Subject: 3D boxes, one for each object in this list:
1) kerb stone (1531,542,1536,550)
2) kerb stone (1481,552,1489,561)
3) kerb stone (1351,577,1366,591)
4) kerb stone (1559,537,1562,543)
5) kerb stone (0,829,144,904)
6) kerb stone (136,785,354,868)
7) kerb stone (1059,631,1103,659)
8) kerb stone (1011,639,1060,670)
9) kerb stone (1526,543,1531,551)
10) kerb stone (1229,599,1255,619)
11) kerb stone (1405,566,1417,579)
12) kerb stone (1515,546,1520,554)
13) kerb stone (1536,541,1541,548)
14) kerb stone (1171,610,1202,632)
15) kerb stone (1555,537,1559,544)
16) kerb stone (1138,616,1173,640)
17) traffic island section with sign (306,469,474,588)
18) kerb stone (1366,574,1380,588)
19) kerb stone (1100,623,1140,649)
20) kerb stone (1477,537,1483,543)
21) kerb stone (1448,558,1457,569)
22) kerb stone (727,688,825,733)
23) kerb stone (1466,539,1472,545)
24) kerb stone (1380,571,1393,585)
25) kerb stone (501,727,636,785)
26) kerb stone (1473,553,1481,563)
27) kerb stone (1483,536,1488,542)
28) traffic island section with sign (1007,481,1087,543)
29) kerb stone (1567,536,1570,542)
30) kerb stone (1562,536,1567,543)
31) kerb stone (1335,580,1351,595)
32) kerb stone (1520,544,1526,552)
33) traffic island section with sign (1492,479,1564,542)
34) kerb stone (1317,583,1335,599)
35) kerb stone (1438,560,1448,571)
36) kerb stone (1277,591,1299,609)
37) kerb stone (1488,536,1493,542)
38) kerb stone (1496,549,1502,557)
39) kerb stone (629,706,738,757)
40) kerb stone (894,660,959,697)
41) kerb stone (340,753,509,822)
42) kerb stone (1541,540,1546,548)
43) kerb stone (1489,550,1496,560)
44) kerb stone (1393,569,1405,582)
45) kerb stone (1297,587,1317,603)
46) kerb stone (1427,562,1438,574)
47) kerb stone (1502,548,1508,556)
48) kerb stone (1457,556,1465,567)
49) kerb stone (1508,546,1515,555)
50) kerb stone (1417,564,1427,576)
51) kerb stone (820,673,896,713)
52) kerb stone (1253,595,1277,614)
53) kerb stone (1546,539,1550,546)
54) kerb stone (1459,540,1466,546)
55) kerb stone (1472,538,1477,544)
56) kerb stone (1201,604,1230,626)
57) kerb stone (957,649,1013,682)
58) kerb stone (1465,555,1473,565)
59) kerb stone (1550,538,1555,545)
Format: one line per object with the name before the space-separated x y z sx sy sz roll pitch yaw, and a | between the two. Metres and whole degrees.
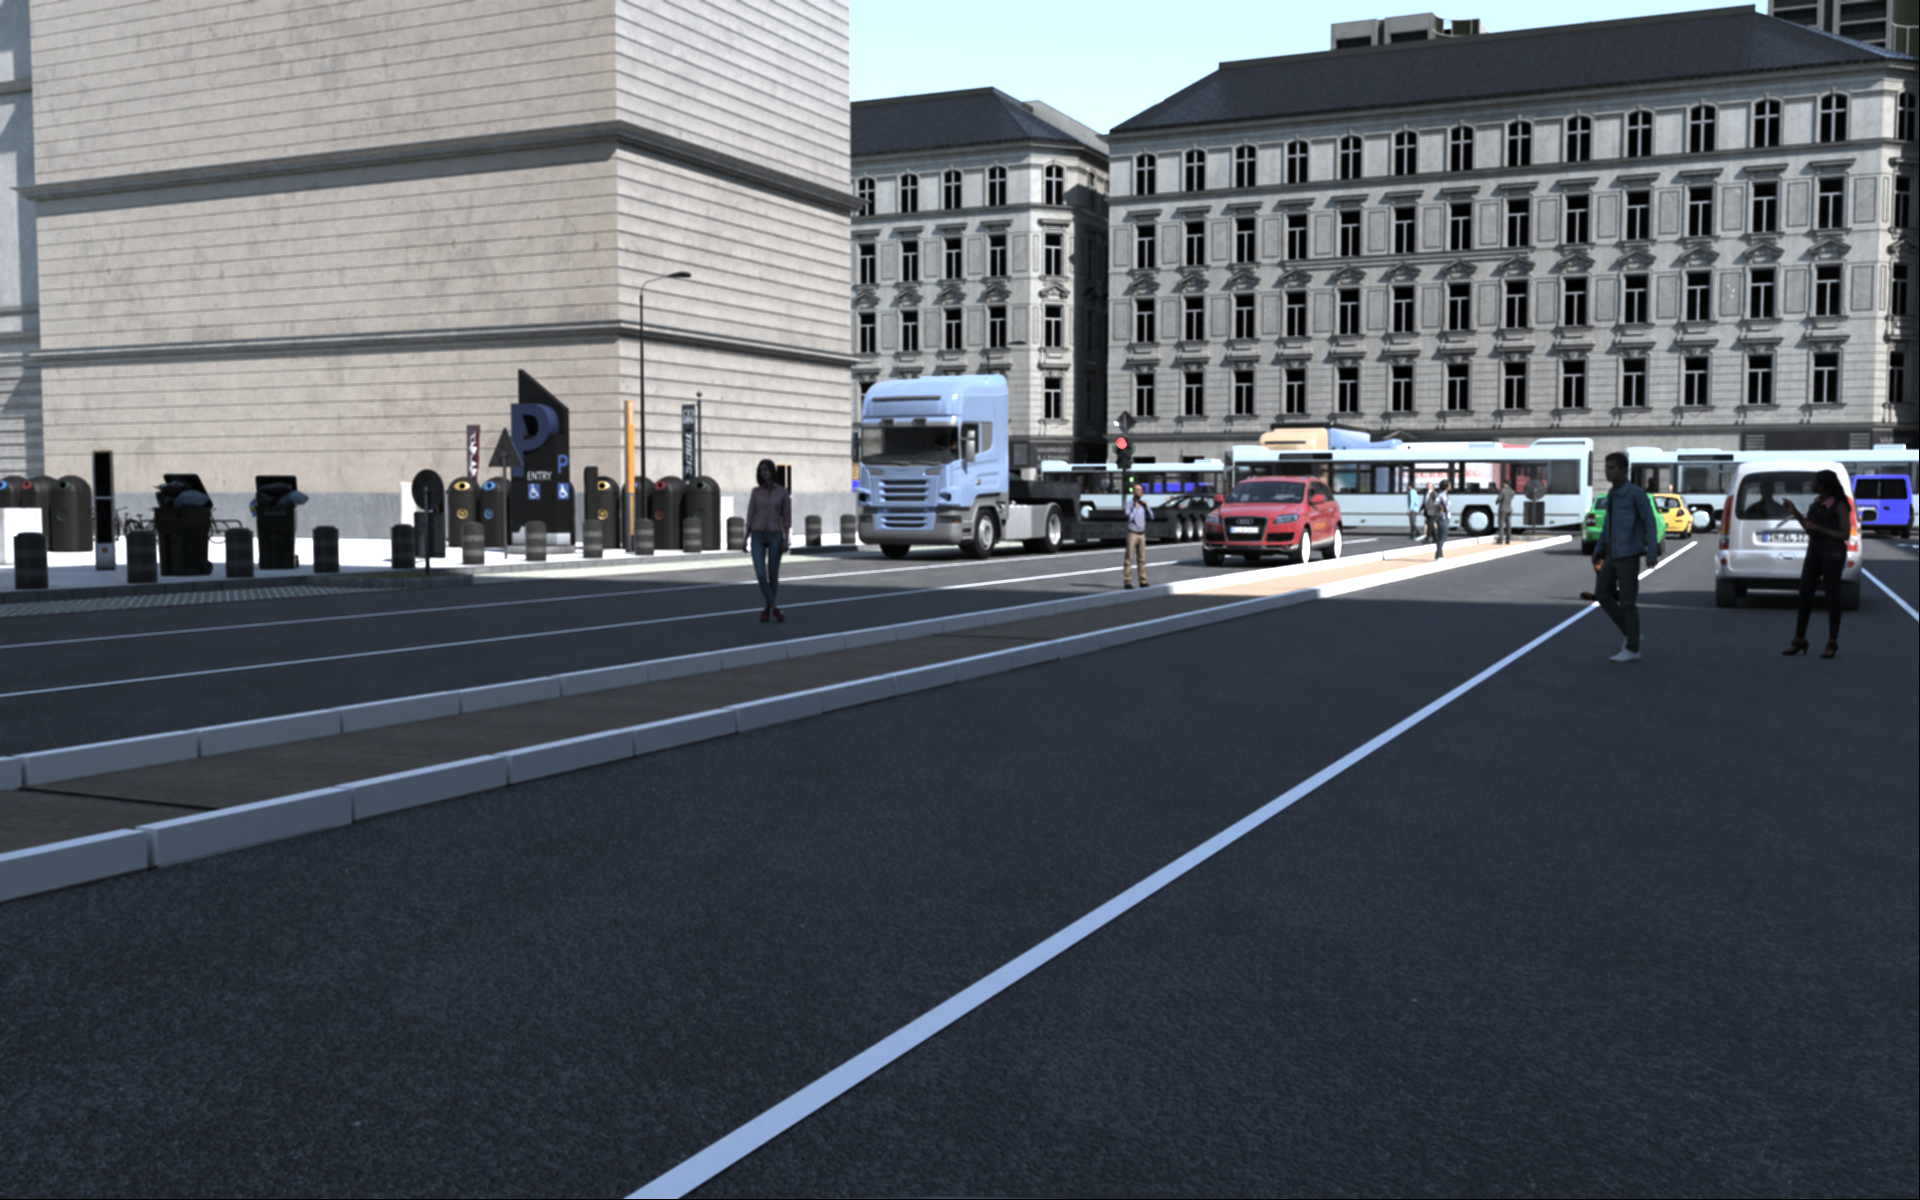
kerb stone | 14.609 -1.363 44.484 0.120 0.150 1.000 2 4 25
kerb stone | 11.109 -0.906 37.010 0.120 0.150 1.000 2 4 25
kerb stone | 5.841 -0.220 25.788 0.120 0.150 1.000 2 4 25
kerb stone | 17.231 -1.702 50.088 0.120 0.150 1.000 2 4 25
kerb stone | -3.365 0.982 6.174 0.120 0.150 1.000 2 4 25
kerb stone | -2.914 0.923 7.107 0.120 0.150 1.000 2 4 25
kerb stone | 1.026 0.409 15.513 0.120 0.150 1.000 2 4 25
kerb stone | 0.579 0.466 14.578 0.120 0.150 1.000 2 4 25
kerb stone | 14.174 -1.303 43.552 0.120 0.150 1.000 2 4 25
kerb stone | 3.210 0.123 20.189 0.120 0.150 1.000 2 4 25
kerb stone | 7.598 -0.448 29.517 0.120 0.150 1.000 2 4 25
kerb stone | 13.299 -1.192 41.690 0.120 0.150 1.000 2 4 25
kerb stone | 15.049 -1.415 45.414 0.120 0.150 1.000 2 4 25
kerb stone | 2.331 0.237 18.323 0.120 0.150 1.000 2 4 25
kerb stone | 16.796 -1.648 49.145 0.120 0.150 1.000 2 4 25
kerb stone | 1.896 0.297 17.391 0.120 0.150 1.000 2 4 25
traffic island section with sign | -8.776 -1.132 27.140 1.989 1.847 2.006 2 4 25
kerb stone | 6.274 -0.274 26.721 0.120 0.150 1.000 2 4 25
kerb stone | 1.459 0.352 16.446 0.120 0.150 1.000 2 4 25
kerb stone | 14.901 -1.703 50.039 0.120 0.150 1.000 2 4 25
kerb stone | 9.350 -0.677 33.272 0.120 0.150 1.000 2 4 25
kerb stone | -1.164 0.694 10.849 0.120 0.150 1.000 2 4 25
kerb stone | 14.026 -1.589 48.174 0.120 0.150 1.000 2 4 25
kerb stone | 6.708 -0.334 27.653 0.120 0.150 1.000 2 4 25
kerb stone | -2.044 0.811 8.990 0.120 0.150 1.000 2 4 25
kerb stone | 10.665 -0.848 36.068 0.120 0.150 1.000 2 4 25
kerb stone | 15.333 -1.760 50.972 0.120 0.150 1.000 2 4 25
traffic island section with sign | 2.700 -2.629 51.620 1.989 1.847 2.006 2 4 25
kerb stone | 18.114 -1.817 51.945 0.120 0.150 1.000 2 4 25
kerb stone | 17.675 -1.763 51.015 0.120 0.150 1.000 2 4 25
kerb stone | 5.402 -0.162 24.851 0.120 0.150 1.000 2 4 25
kerb stone | 13.737 -1.249 42.621 0.120 0.150 1.000 2 4 25
traffic island section with sign | 17.515 -2.749 53.085 2.006 1.907 1.989 2 4 25
kerb stone | 4.967 -0.105 23.919 0.120 0.150 1.000 2 4 25
kerb stone | 8.912 -0.620 32.335 0.120 0.150 1.000 2 4 25
kerb stone | 4.095 0.009 22.056 0.120 0.150 1.000 2 4 25
kerb stone | 15.774 -1.817 51.902 0.120 0.150 1.000 2 4 25
kerb stone | 11.978 -1.016 38.878 0.120 0.150 1.000 2 4 25
kerb stone | -1.608 0.757 9.921 0.120 0.150 1.000 2 4 25
kerb stone | -0.293 0.581 12.716 0.120 0.150 1.000 2 4 25
kerb stone | -2.486 0.866 8.043 0.120 0.150 1.000 2 4 25
kerb stone | 15.491 -1.471 46.349 0.120 0.150 1.000 2 4 25
kerb stone | 11.546 -0.963 37.941 0.120 0.150 1.000 2 4 25
kerb stone | 7.150 -0.391 28.582 0.120 0.150 1.000 2 4 25
kerb stone | 4.528 -0.049 22.989 0.120 0.150 1.000 2 4 25
kerb stone | 8.464 -0.561 31.394 0.120 0.150 1.000 2 4 25
kerb stone | 12.415 -1.078 39.813 0.120 0.150 1.000 2 4 25
kerb stone | 9.782 -0.734 34.205 0.120 0.150 1.000 2 4 25
kerb stone | 12.866 -1.135 40.751 0.120 0.150 1.000 2 4 25
kerb stone | 8.024 -0.506 30.464 0.120 0.150 1.000 2 4 25
kerb stone | -0.735 0.640 11.787 0.120 0.150 1.000 2 4 25
kerb stone | 3.644 0.066 21.121 0.120 0.150 1.000 2 4 25
kerb stone | 15.926 -1.534 47.280 0.120 0.150 1.000 2 4 25
kerb stone | 13.577 -1.530 47.228 0.120 0.150 1.000 2 4 25
kerb stone | 14.458 -1.644 49.108 0.120 0.150 1.000 2 4 25
kerb stone | 2.775 0.180 19.256 0.120 0.150 1.000 2 4 25
kerb stone | 0.147 0.523 13.645 0.120 0.150 1.000 2 4 25
kerb stone | 10.220 -0.791 35.135 0.120 0.150 1.000 2 4 25
kerb stone | 16.360 -1.591 48.212 0.120 0.150 1.000 2 4 25
